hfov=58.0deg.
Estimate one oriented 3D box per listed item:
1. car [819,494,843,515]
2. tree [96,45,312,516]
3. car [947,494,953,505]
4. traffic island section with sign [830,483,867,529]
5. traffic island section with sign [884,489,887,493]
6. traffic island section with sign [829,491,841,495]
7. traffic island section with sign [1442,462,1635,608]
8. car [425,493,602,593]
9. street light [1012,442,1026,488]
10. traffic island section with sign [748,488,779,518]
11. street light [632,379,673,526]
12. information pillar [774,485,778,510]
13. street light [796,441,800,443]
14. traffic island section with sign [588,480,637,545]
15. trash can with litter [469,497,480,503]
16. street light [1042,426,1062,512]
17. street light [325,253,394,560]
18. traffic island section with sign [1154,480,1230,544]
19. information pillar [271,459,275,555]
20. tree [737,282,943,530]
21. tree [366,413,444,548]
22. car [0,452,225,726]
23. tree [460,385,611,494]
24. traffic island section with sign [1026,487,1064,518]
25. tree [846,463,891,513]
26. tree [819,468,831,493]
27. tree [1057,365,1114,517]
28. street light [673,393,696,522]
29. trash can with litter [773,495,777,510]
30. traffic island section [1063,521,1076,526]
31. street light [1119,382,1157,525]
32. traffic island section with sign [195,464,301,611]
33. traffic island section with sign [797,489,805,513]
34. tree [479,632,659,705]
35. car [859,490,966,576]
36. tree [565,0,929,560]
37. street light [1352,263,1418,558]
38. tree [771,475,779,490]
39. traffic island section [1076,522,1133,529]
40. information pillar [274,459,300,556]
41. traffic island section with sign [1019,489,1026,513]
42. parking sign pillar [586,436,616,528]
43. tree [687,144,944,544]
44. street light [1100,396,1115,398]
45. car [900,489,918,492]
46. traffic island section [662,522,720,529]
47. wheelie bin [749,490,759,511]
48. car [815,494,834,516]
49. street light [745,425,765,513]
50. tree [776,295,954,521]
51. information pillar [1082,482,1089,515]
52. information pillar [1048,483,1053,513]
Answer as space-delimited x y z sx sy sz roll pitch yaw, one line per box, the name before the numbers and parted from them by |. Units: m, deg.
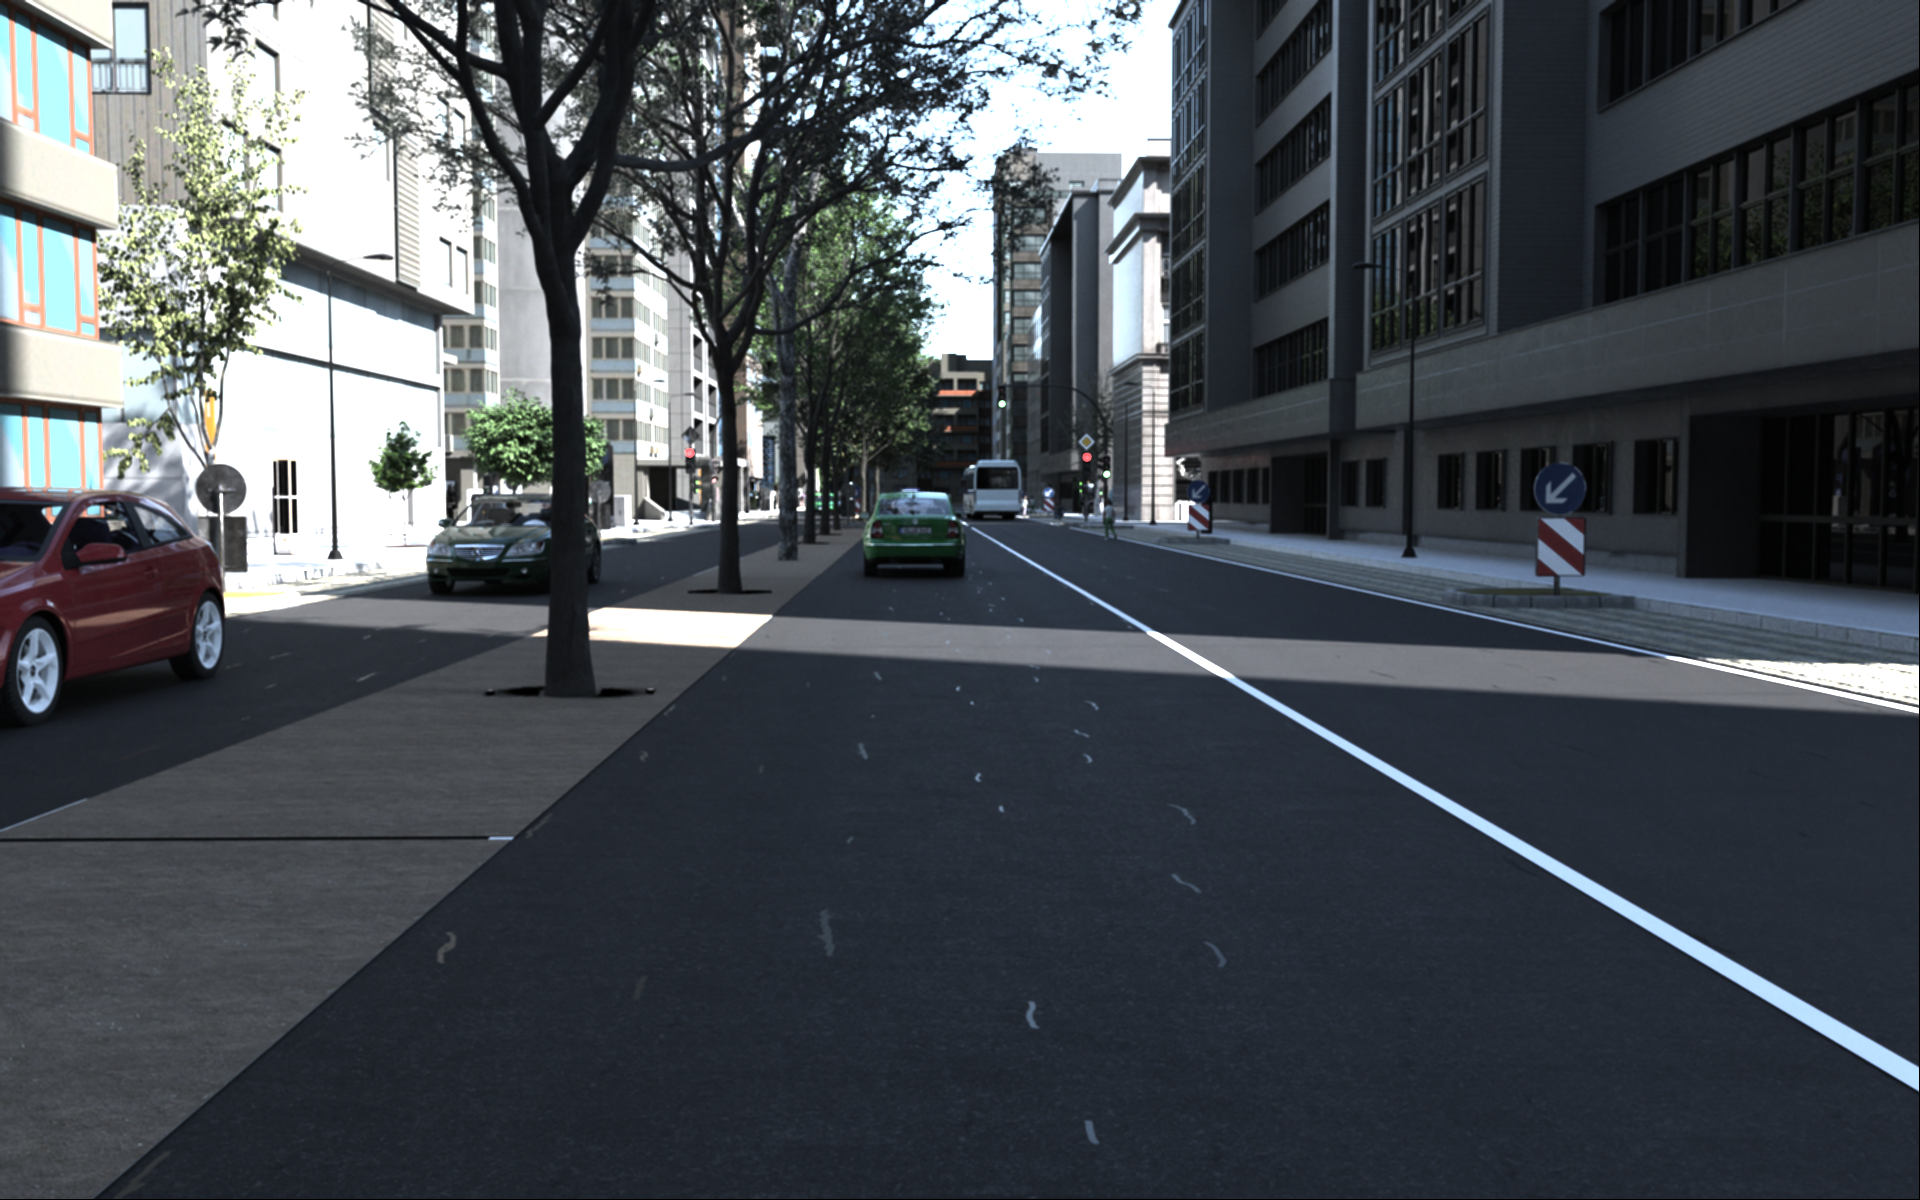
car | -8.959 -6.809 121.112 2.009 1.686 4.222 0 4 -1
tree | -12.487 -4.773 28.395 4.737 8.622 4.395 0 3 0
car | -1.803 -12.625 215.214 1.959 1.807 4.718 0 4 0
traffic island section with sign | -4.874 -4.371 79.601 2.006 1.907 1.989 0 4 -2
traffic island section with sign | -6.874 -8.965 154.713 2.006 1.907 1.989 0 4 -2
traffic island section with sign | -14.454 -12.222 208.452 1.989 1.847 2.006 0 4 -2
traffic island section with sign | 7.399 -0.848 22.498 1.989 1.847 2.006 0 4 -2
car | -6.747 -0.902 26.547 2.131 1.459 4.920 0 4 0
street light | 5.336 -11.176 155.269 1.470 5.913 1.316 0 4 -2
traffic island section with sign | -11.696 -5.856 104.377 1.989 1.847 2.006 0 4 -2
street light | -12.616 -5.979 70.301 1.470 5.913 1.316 0 4 -2
information pillar | -15.126 -8.431 142.337 0.304 2.012 0.304 0 4 -3
street light | -14.715 -11.017 152.673 1.470 5.913 1.316 0 4 -2
traffic island section with sign | -10.232 -2.472 49.047 1.989 1.847 2.006 0 4 -2
trash can with litter | -13.725 -2.308 48.790 2.233 1.210 1.678 3 5 42
street light | 6.294 -8.917 118.333 1.470 5.913 1.316 0 4 -2
street light | -11.629 -3.732 33.567 1.470 5.913 1.316 0 4 -2
traffic island section with sign | 6.668 -2.537 50.100 1.989 1.847 2.006 0 4 -2
information pillar | -14.380 -1.965 36.627 0.304 2.012 0.304 -1 4 -18
tree | -4.861 -8.068 68.774 8.767 10.594 7.601 0 4 -2
tree | -13.404 -2.863 41.410 1.663 3.219 1.824 0 3 0
car | -6.656 -0.180 11.982 2.155 1.783 4.494 0 4 -3
tree | -13.428 -4.205 52.465 4.285 4.588 4.351 0 3 0
traffic island section with sign | 5.204 -5.886 104.872 1.989 1.847 2.006 0 4 -2
tree | -5.187 -9.065 101.025 4.360 8.622 3.978 0 3 0
tree | -16.634 -13.501 204.459 4.285 4.588 4.351 0 3 0
tree | 7.739 -9.092 99.022 4.360 8.622 3.978 0 3 0
street light | -12.774 -6.541 79.493 1.470 5.913 1.316 0 4 -2
trash can with litter | -14.867 -7.605 135.736 1.055 1.170 0.624 2 4 30
traffic island section | 5.864 -3.544 80.224 2.009 0.180 2.903 0 4 -2
street light | 7.505 -6.083 71.997 1.470 5.913 1.316 0 4 -2
traffic island section with sign | -9.506 -0.809 21.860 1.989 1.847 2.006 0 4 -2
traffic island section with sign | -12.425 -7.524 131.650 1.989 1.847 2.006 0 4 -2
tree | -2.730 -6.049 11.727 12.009 13.543 11.850 0 3 0
car | -0.873 -1.395 31.598 1.959 1.807 4.718 0 4 -3
tree | -4.939 -10.958 37.508 12.611 20.169 13.585 0 3 0
street light | 8.566 -3.815 34.921 1.470 5.913 1.316 0 4 -2
tree | -15.294 -9.467 149.386 1.663 3.219 1.824 0 3 0
traffic island section | 6.076 -3.056 72.241 2.009 0.180 2.903 0 4 -2
information pillar | -13.957 -1.926 35.975 0.304 2.012 0.304 1 4 11
traffic island section with sign | 4.497 -7.539 131.883 1.989 1.847 2.006 0 4 -2
parking sign pillar | -14.751 -5.008 70.345 1.447 3.967 1.447 3 4 37
tree | -4.204 -7.396 49.140 9.928 11.665 9.643 0 3 0
street light | 7.308 -6.683 81.816 1.470 5.913 1.316 0 4 -2
car | -4.201 -8.214 142.978 2.281 1.827 5.304 0 4 -3
traffic island section | -11.160 -3.028 71.791 2.009 0.180 2.903 0 4 -2
wheelie bin | -15.853 -7.631 132.667 0.693 1.594 0.980 1 4 19
car | -9.117 -6.563 116.094 1.959 1.807 4.718 0 4 -2
street light | -13.735 -8.775 116.011 1.470 5.913 1.316 0 4 -2
tree | -5.097 -10.618 93.066 9.611 12.733 9.660 0 3 0
information pillar | 7.596 -6.125 104.629 0.304 2.012 0.304 -2 4 -34
information pillar | 6.285 -7.080 120.255 0.304 2.012 0.304 0 4 7
